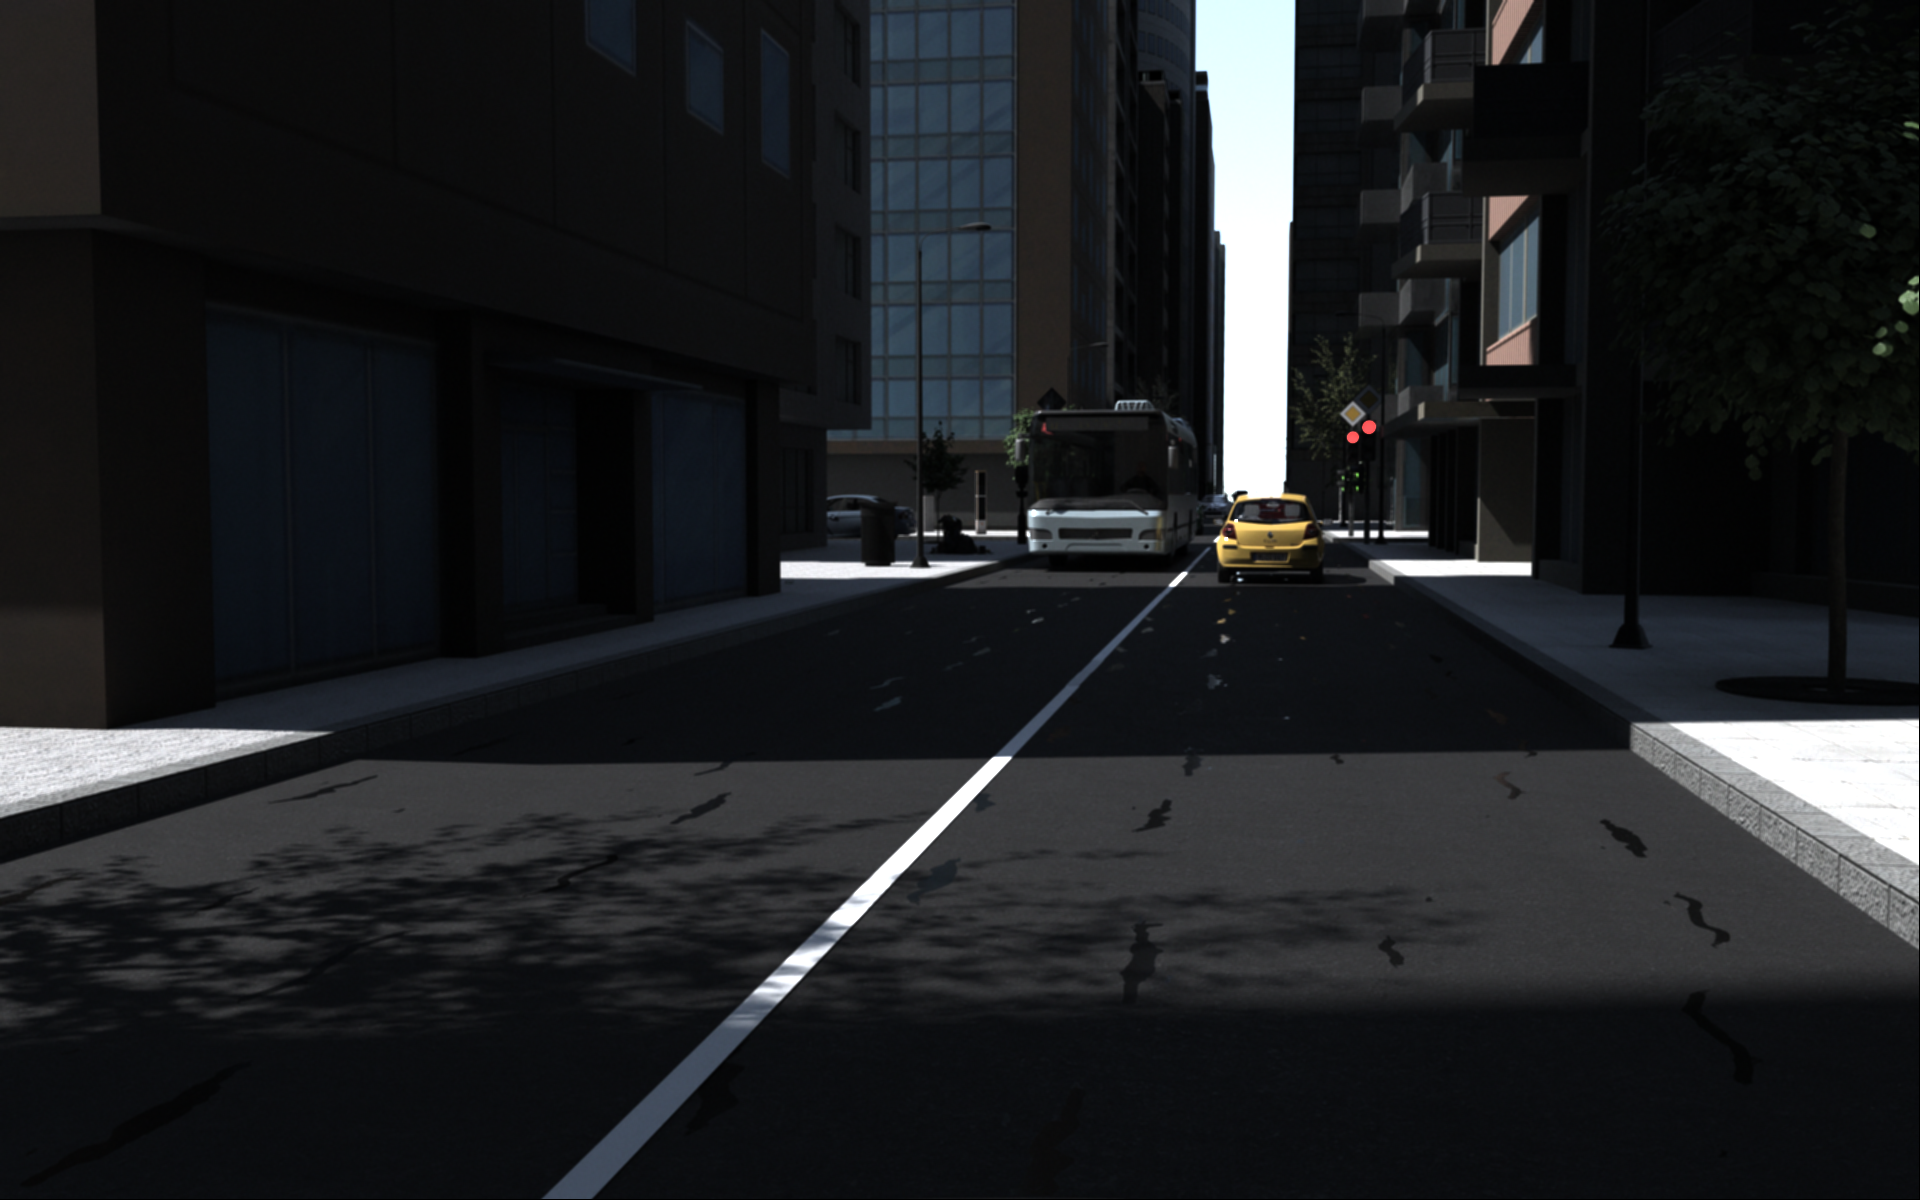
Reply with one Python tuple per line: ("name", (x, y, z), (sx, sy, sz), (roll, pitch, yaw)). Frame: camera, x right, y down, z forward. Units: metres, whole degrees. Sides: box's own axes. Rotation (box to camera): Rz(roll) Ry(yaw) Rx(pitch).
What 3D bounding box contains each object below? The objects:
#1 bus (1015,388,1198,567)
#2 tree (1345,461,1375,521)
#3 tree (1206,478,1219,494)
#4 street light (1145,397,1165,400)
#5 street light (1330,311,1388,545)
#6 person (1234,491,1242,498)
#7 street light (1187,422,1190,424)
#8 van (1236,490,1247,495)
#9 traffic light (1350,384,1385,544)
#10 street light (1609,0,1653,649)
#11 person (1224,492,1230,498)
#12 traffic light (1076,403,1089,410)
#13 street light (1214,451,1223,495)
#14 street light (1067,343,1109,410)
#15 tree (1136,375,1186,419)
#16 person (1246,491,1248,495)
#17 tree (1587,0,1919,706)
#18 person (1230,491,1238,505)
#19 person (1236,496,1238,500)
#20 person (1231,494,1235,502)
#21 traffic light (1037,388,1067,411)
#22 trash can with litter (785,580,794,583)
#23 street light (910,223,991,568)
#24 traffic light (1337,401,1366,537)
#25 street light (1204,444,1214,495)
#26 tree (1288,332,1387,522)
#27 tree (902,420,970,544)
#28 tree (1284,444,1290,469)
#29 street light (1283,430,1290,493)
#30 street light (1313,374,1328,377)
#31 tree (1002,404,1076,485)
("bus", (3.510, -2.586, 37.147), (2.948, 3.499, 13.247), (1, 4, 10))
("tree", (18.403, -5.319, 81.561), (1.663, 3.219, 1.824), (0, 3, 0))
("tree", (29.613, -12.787, 203.665), (1.663, 3.219, 1.824), (0, 3, 0))
("street light", (9.056, -6.737, 82.692), (1.470, 5.913, 1.316), (1, 4, 10))
("street light", (10.206, -4.377, 44.105), (1.470, 5.913, 1.316), (1, 4, 10))
("person", (34.905, -12.707, 216.276), (1.348, 1.821, 0.705), (1, 4, 21))
("street light", (14.114, -8.515, 111.763), (1.470, 5.913, 1.316), (1, 4, 10))
("van", (43.601, -16.141, 268.291), (2.240, 2.365, 5.245), (1, 4, 8))
("traffic light", (10.418, -3.389, 44.323), (0.839, 4.253, 0.868), (1, 4, 10))
("street light", (5.079, -2.561, 14.406), (1.470, 5.913, 1.316), (1, 4, 10))
("person", (31.152, -11.781, 201.917), (0.742, 1.727, 0.445), (0, 4, -4))
("traffic light", (3.799, -3.954, 53.564), (0.839, 4.253, 0.868), (1, 4, 10))
("street light", (27.589, -13.213, 188.576), (1.470, 5.913, 1.316), (1, 4, 10))
("street light", (3.870, -4.948, 53.442), (1.470, 5.913, 1.316), (1, 4, 10))
("tree", (11.825, -9.550, 106.509), (4.360, 8.622, 3.978), (0, 3, 0))
("person", (42.056, -14.975, 253.276), (0.705, 1.831, 1.348), (3, 4, 38))
("tree", (5.708, -1.677, 11.133), (4.285, 4.588, 4.351), (0, 3, 0))
("person", (35.515, -13.177, 223.952), (1.348, 1.824, 0.705), (2, 4, 33))
("person", (36.798, -13.356, 230.062), (0.799, 1.438, 0.628), (2, 4, 29))
("person", (36.559, -13.443, 231.489), (0.799, 1.438, 0.628), (-1, 4, -19))
("traffic light", (2.425, -3.473, 45.698), (0.839, 4.253, 0.868), (1, 4, 10))
("trash can with litter", (-3.496, -0.827, 24.582), (2.233, 1.210, 1.678), (0, 4, 0))
("street light", (-0.160, -3.509, 29.920), (1.470, 5.913, 1.316), (1, 4, 10))
("traffic light", (11.792, -3.870, 52.189), (0.839, 4.253, 0.868), (1, 4, 10))
("street light", (22.395, -11.430, 159.423), (1.470, 5.913, 1.316), (1, 4, 10))
("tree", (16.986, -7.813, 78.106), (4.737, 8.622, 4.395), (0, 3, 0))
("tree", (-0.525, -3.088, 45.085), (1.663, 3.219, 1.824), (0, 3, 0))
("tree", (42.173, -16.168, 214.709), (4.360, 8.622, 3.978), (0, 3, 0))
("street light", (24.417, -9.377, 125.859), (1.470, 5.913, 1.316), (1, 4, 10))
("street light", (14.351, -5.784, 67.116), (1.470, 5.913, 1.316), (1, 4, 10))
("tree", (3.012, -4.498, 57.253), (4.285, 4.588, 4.351), (0, 3, 0))
